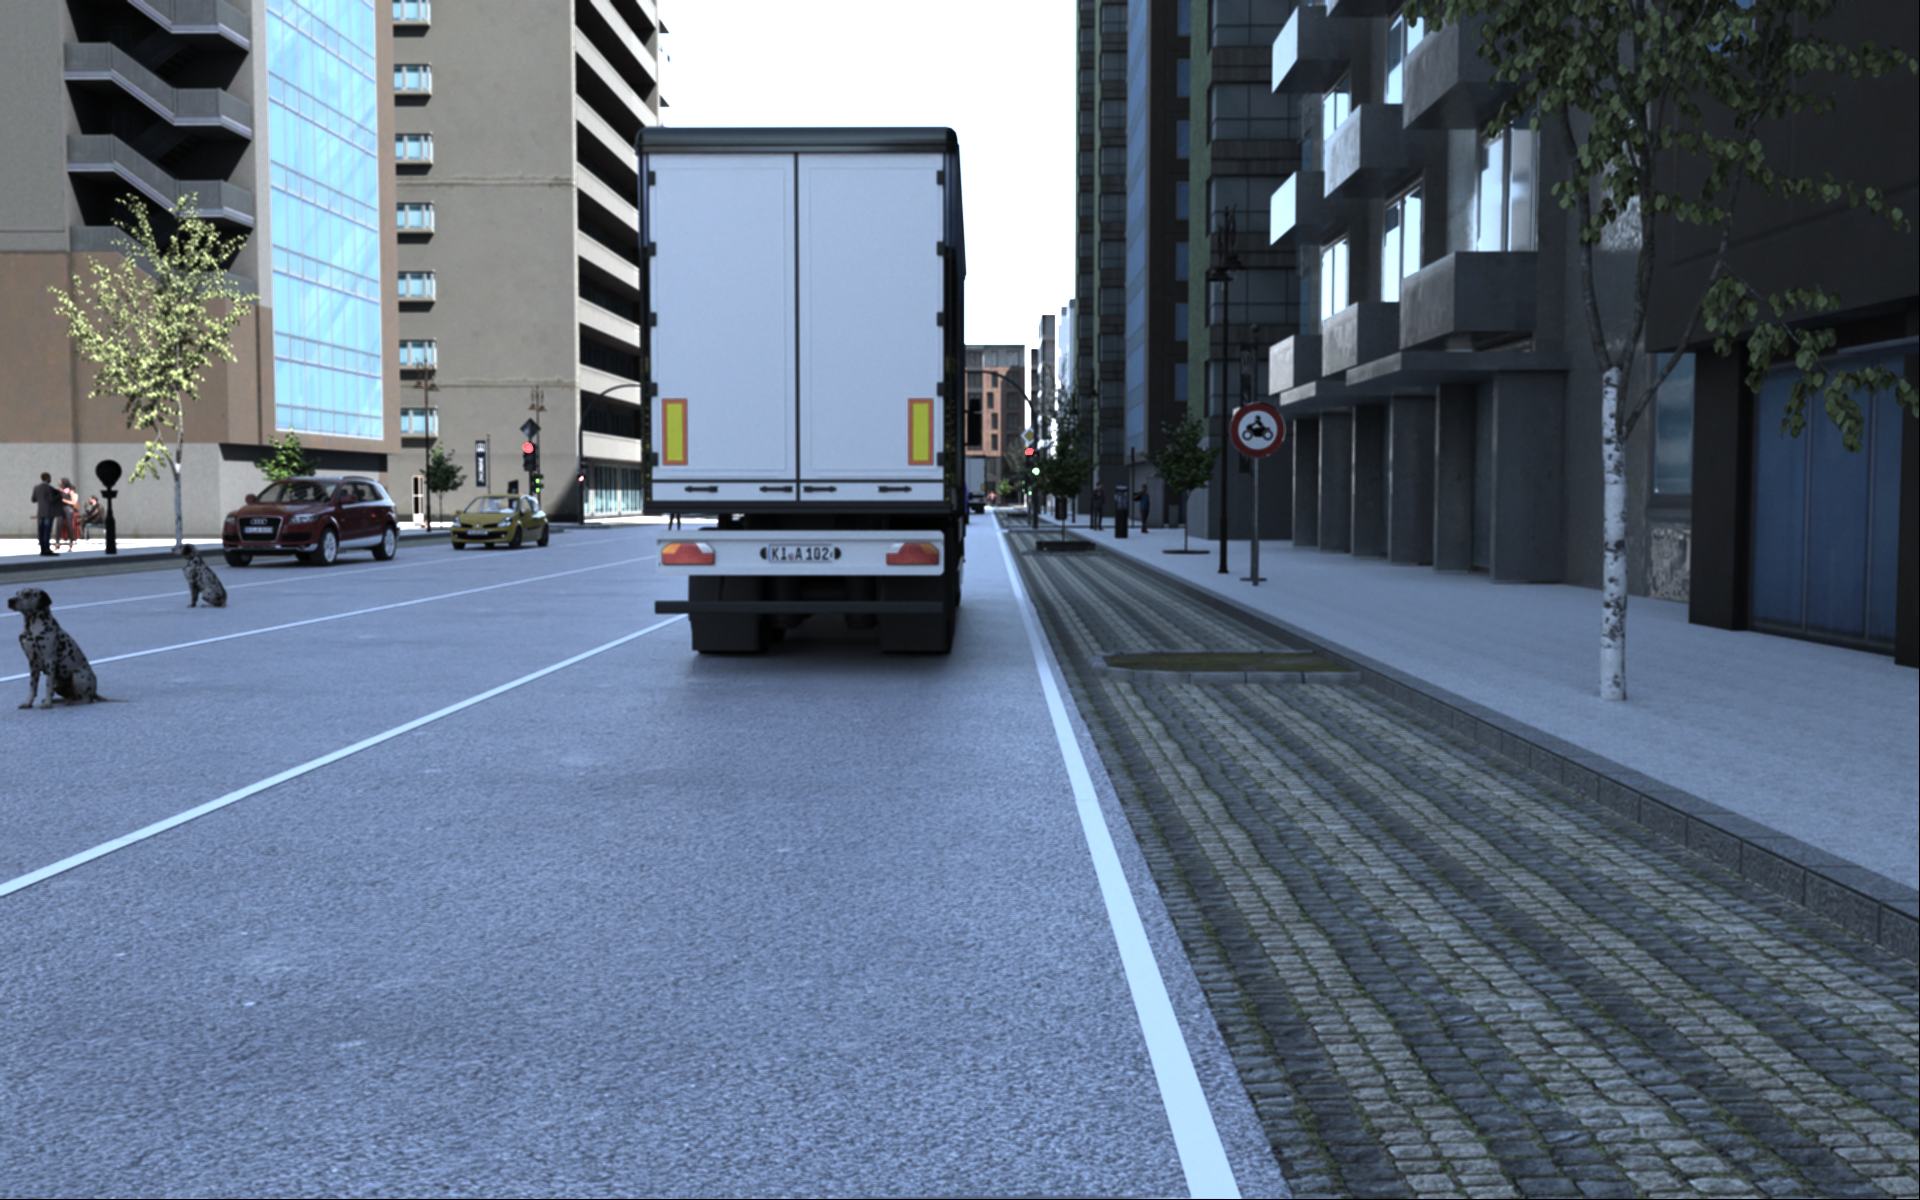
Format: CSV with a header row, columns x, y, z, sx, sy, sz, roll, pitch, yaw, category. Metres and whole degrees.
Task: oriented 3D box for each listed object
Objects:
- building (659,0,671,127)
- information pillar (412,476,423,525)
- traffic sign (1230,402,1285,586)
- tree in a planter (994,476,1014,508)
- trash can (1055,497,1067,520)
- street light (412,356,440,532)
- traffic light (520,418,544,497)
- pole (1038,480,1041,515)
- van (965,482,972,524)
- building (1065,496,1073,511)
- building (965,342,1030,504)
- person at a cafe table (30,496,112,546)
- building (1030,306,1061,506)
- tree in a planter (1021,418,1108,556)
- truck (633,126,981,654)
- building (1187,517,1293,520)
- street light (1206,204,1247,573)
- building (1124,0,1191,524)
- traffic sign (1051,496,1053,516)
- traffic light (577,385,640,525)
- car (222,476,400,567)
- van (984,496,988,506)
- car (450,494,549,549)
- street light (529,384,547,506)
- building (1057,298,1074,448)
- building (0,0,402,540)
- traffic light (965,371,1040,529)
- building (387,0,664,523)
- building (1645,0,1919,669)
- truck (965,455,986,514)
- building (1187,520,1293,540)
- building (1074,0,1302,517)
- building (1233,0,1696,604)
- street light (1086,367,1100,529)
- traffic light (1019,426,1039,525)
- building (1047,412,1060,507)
x,y,z,sx,sy,sz,roll,pitch,yaw,category
-35.093,-32.401,118.993,28.713,52.752,27.495,0,4,1,building
-22.323,-4.088,71.332,0.304,2.012,0.304,0,4,7,information pillar
4.136,-1.471,24.157,0.768,2.556,0.104,0,4,2,traffic sign
4.428,-10.797,173.752,1.991,3.239,1.994,0,4,1,tree in a planter
5.001,-4.530,85.723,0.748,1.137,0.748,0,3,0,trash can
-17.942,-5.232,58.335,0.468,5.910,1.993,0,4,1,street light
-15.850,-4.593,64.011,0.839,4.253,0.868,0,4,1,traffic light
4.991,-7.009,108.446,0.158,3.312,0.155,0,3,0,pole
-0.502,-4.906,84.589,2.240,2.365,5.245,0,3,0,van
24.512,-27.021,133.675,32.217,40.220,23.993,0,4,1,building
6.818,-24.594,246.085,32.646,21.610,27.936,0,4,1,building
-22.419,-2.015,43.800,1.726,1.238,1.698,-1,4,-21,person at a cafe table
23.023,-22.036,204.258,27.936,21.610,32.646,0,4,1,building
2.446,-2.666,40.819,1.991,3.239,1.994,0,4,1,tree in a planter
-1.183,-1.830,18.838,2.839,4.237,11.283,0,4,1,truck
14.719,-25.499,100.504,14.154,41.232,14.086,0,4,1,building
4.277,-3.374,27.954,0.468,5.910,1.993,0,4,1,street light
15.091,-26.187,78.267,14.200,45.320,14.600,0,4,1,building
5.427,-6.241,102.150,0.768,2.556,0.104,0,4,6,traffic sign
-13.638,-5.953,72.000,4.771,5.953,1.251,0,4,1,traffic light
-13.381,-1.667,35.936,2.281,1.827,5.304,0,4,3,car
2.463,-12.824,216.690,2.013,2.044,4.112,0,4,-1,van
-12.220,-2.191,46.044,2.015,1.641,3.980,0,4,2,car
-17.773,-6.129,73.003,0.468,5.910,1.993,0,4,1,street light
16.723,-18.189,153.808,16.016,20.091,11.380,0,4,1,building
-27.296,-24.722,54.320,14.200,45.320,14.600,0,4,1,building
0.657,-5.442,63.641,4.771,5.953,1.251,0,4,1,traffic light
-27.584,-28.307,86.520,21.300,48.544,21.600,0,4,1,building
13.702,-21.955,9.070,14.600,45.320,14.200,0,4,1,building
0.573,-8.628,129.984,2.839,4.237,11.283,0,4,-1,truck
14.023,-22.637,53.710,14.154,41.232,14.086,0,4,1,building
14.519,-26.359,114.568,14.154,41.232,14.086,0,4,1,building
18.212,-25.172,31.178,23.786,49.044,30.456,0,4,1,building
4.830,-5.532,63.234,0.468,5.910,1.993,0,4,1,street light
2.869,-5.065,71.735,0.839,4.253,0.868,0,4,1,traffic light
13.642,-14.207,174.424,9.099,9.664,28.070,0,4,1,building
